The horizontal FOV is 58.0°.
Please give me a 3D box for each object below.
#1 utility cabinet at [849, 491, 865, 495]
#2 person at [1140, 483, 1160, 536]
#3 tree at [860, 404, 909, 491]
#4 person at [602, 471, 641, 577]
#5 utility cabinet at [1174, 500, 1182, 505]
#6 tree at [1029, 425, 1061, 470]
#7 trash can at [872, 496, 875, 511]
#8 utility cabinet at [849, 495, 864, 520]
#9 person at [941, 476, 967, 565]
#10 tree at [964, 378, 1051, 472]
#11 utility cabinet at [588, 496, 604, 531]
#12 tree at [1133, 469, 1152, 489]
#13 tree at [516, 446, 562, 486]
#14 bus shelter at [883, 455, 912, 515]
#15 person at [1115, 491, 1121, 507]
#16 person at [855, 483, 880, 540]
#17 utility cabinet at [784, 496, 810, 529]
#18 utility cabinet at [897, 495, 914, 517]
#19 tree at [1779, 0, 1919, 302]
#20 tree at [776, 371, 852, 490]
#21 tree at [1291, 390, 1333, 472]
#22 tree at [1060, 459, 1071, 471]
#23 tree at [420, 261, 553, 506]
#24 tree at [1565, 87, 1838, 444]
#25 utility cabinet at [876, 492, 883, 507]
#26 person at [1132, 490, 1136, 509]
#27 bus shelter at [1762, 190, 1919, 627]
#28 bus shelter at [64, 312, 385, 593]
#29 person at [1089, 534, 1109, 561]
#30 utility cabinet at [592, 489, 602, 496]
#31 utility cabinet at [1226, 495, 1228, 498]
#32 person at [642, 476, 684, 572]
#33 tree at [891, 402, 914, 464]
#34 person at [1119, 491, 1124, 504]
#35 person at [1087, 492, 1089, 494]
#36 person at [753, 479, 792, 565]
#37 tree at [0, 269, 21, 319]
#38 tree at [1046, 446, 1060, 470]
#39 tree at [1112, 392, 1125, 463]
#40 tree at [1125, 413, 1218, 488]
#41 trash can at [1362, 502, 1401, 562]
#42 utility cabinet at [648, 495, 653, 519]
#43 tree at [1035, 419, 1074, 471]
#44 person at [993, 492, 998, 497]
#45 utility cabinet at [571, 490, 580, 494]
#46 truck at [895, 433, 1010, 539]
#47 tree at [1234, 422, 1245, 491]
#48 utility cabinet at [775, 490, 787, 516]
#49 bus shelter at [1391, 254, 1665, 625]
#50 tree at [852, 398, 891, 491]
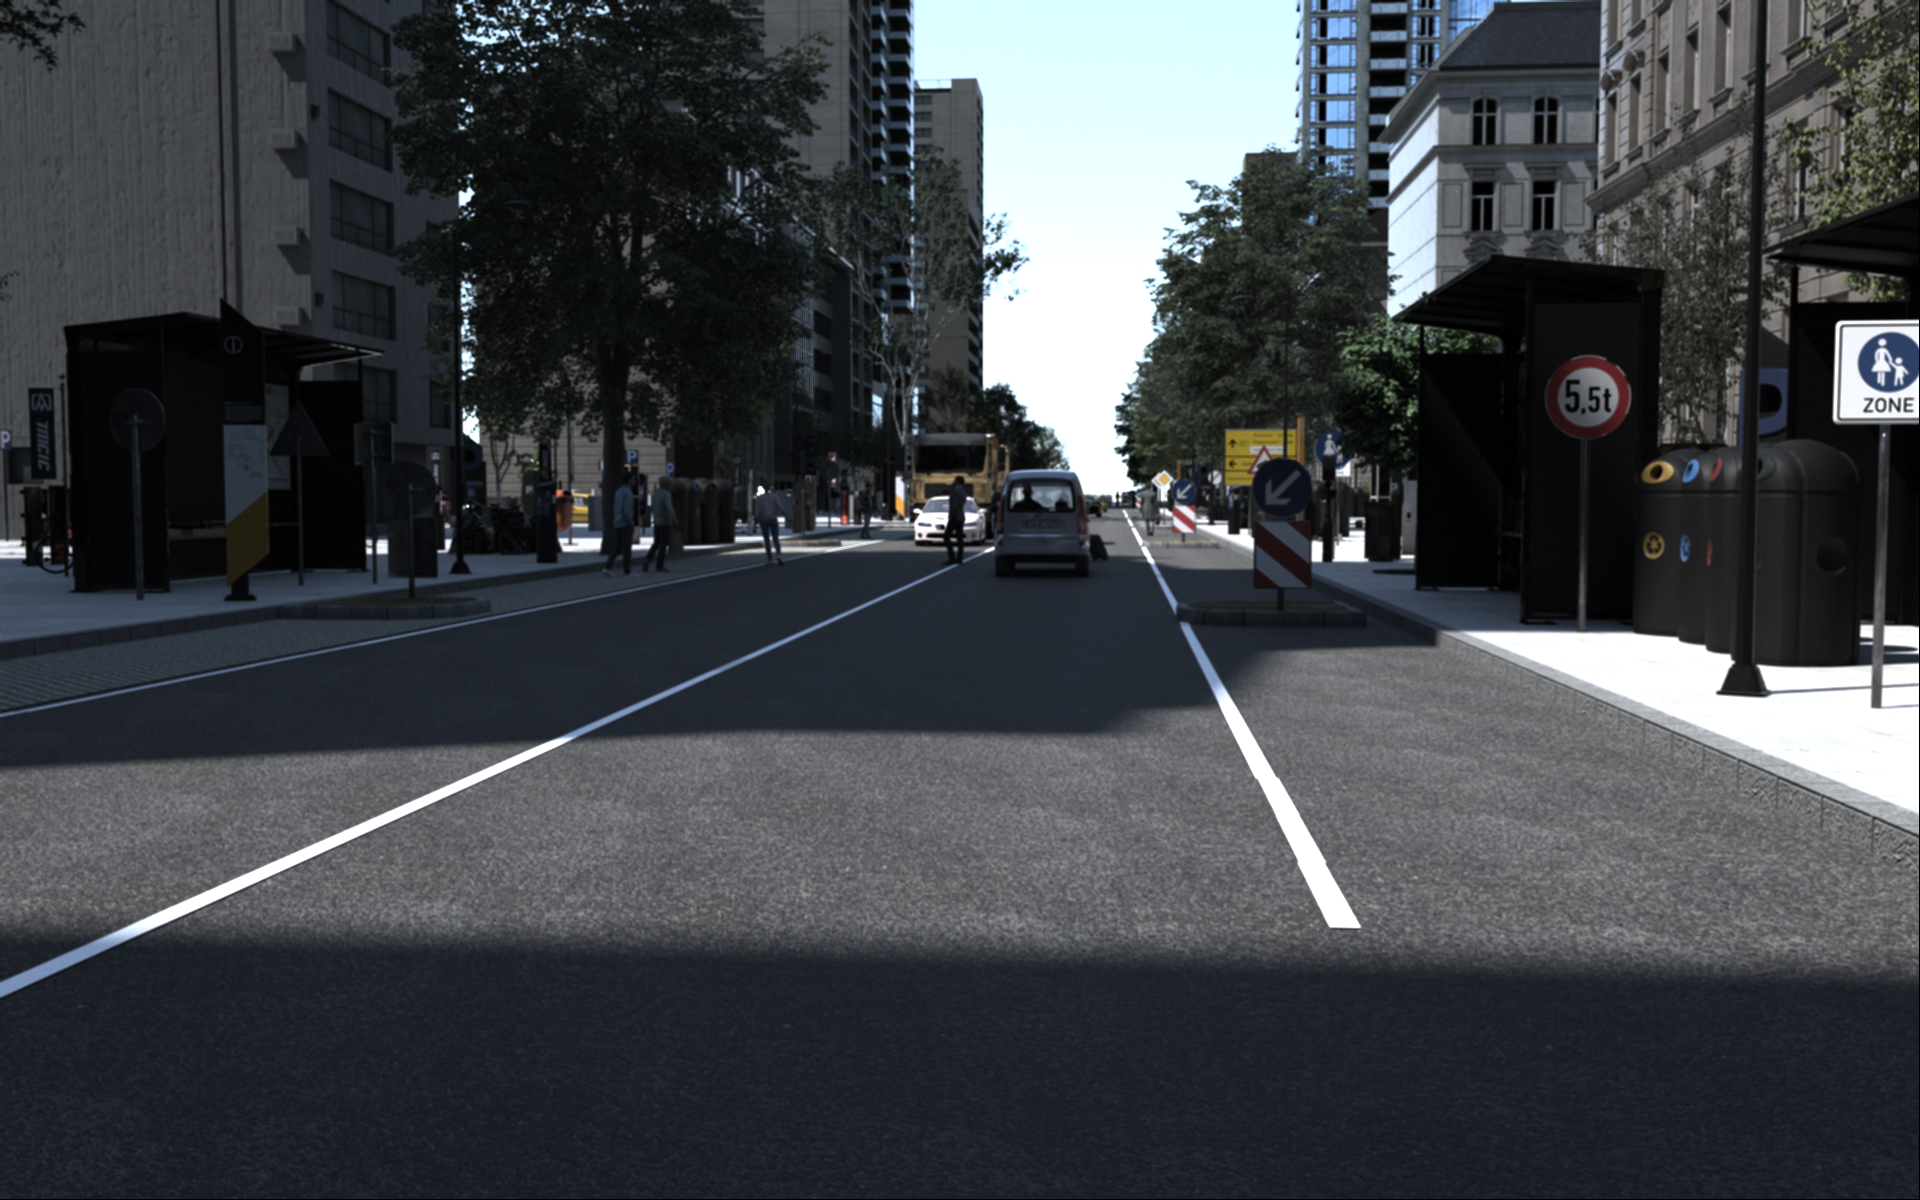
[{"bbox_3d":[-6.350,-6.066,107.861,1.173,1.500,0.318,-1,4,-11],"label":"utility cabinet"},{"bbox_3d":[6.540,-3.113,59.499,0.694,1.812,0.767,1,4,18],"label":"person"},{"bbox_3d":[-6.274,-11.688,141.469,4.737,8.622,4.395,0,3,0],"label":"tree"},{"bbox_3d":[-5.846,-1.304,29.834,0.620,1.820,0.660,-3,4,-38],"label":"person"},{"bbox_3d":[12.469,-5.351,98.648,0.306,1.237,1.020,1,4,21],"label":"utility cabinet"},{"bbox_3d":[10.908,-19.932,251.636,9.928,11.665,9.643,0,3,0],"label":"tree"},{"bbox_3d":[-6.658,-7.164,128.784,0.748,1.137,0.748,0,3,0],"label":"trash can"},{"bbox_3d":[-4.976,-4.541,85.402,1.020,1.237,0.306,0,4,5],"label":"utility cabinet"},{"bbox_3d":[-0.110,-1.630,35.334,0.473,1.802,0.592,3,5,41],"label":"person"},{"bbox_3d":[3.892,-15.561,171.434,9.611,12.733,9.660,0,3,0],"label":"tree"},{"bbox_3d":[-12.486,-3.007,60.332,0.306,1.237,1.020,2,4,35],"label":"utility cabinet"},{"bbox_3d":[27.841,-18.700,256.101,4.737,8.622,4.395,0,3,0],"label":"tree"},{"bbox_3d":[-17.183,-4.615,70.057,1.663,3.219,1.824,0,3,0],"label":"tree"},{"bbox_3d":[-3.535,-7.116,107.626,1.731,3.624,6.357,0,4,5],"label":"bus shelter"},{"bbox_3d":[17.923,-11.503,196.544,0.705,1.831,1.348,-1,4,-22],"label":"person"},{"bbox_3d":[-2.896,-2.767,54.095,0.721,1.781,0.623,1,4,8],"label":"person"},{"bbox_3d":[-6.003,-3.234,64.041,1.020,1.237,0.306,2,4,33],"label":"utility cabinet"},{"bbox_3d":[-3.009,-5.230,96.677,1.020,1.237,0.306,-1,4,-10],"label":"utility cabinet"},{"bbox_3d":[12.497,-4.402,22.334,4.737,8.622,4.395,0,3,0],"label":"tree"},{"bbox_3d":[-8.896,-9.418,104.340,4.360,8.622,3.978,0,3,0],"label":"tree"},{"bbox_3d":[22.739,-9.989,113.679,4.360,8.622,3.978,0,3,0],"label":"tree"},{"bbox_3d":[16.323,-23.071,311.628,8.767,10.594,7.601,1,4,22],"label":"tree"},{"bbox_3d":[-13.919,-6.209,51.873,4.737,8.622,4.395,0,3,0],"label":"tree"},{"bbox_3d":[13.410,-4.942,31.162,4.360,8.622,3.978,0,3,0],"label":"tree"},{"bbox_3d":[-7.008,-8.798,152.530,0.318,1.500,1.173,2,4,28],"label":"utility cabinet"},{"bbox_3d":[17.123,-9.884,170.234,0.705,1.807,1.348,-1,4,-12],"label":"person"},{"bbox_3d":[8.315,-1.383,13.890,1.731,3.624,6.357,0,4,5],"label":"bus shelter"},{"bbox_3d":[-10.555,-2.094,25.518,1.731,3.624,6.357,0,4,5],"label":"bus shelter"},{"bbox_3d":[2.535,-1.715,36.762,1.509,1.804,0.699,-2,4,-33],"label":"person"},{"bbox_3d":[-15.083,-3.985,73.830,1.173,1.500,0.318,-2,4,-31],"label":"utility cabinet"},{"bbox_3d":[17.877,-6.391,115.647,1.020,1.237,0.306,3,5,39],"label":"utility cabinet"},{"bbox_3d":[-5.394,-1.376,31.490,0.782,1.767,0.515,3,5,43],"label":"person"},{"bbox_3d":[-5.223,-11.065,131.280,4.360,8.622,3.978,0,3,0],"label":"tree"},{"bbox_3d":[23.039,-14.503,245.621,0.705,1.824,1.348,3,5,43],"label":"person"},{"bbox_3d":[17.188,-13.554,230.628,0.721,1.766,1.217,-1,4,-20],"label":"person"},{"bbox_3d":[-3.748,-1.581,35.015,0.731,1.740,0.598,-2,4,-28],"label":"person"},{"bbox_3d":[-22.098,-5.221,35.729,4.360,8.622,3.978,0,3,0],"label":"tree"},{"bbox_3d":[5.807,-15.785,192.495,7.601,10.594,8.767,-1,4,-16],"label":"tree"},{"bbox_3d":[21.022,-17.088,186.043,9.857,13.997,8.962,0,3,0],"label":"tree"},{"bbox_3d":[19.791,-14.060,164.288,8.767,10.594,7.601,3,5,39],"label":"tree"},{"bbox_3d":[8.000,-1.300,32.910,0.748,1.137,0.748,0,3,0],"label":"trash can"},{"bbox_3d":[-16.284,-4.874,90.850,1.020,1.237,0.306,3,5,39],"label":"utility cabinet"},{"bbox_3d":[13.730,-22.745,282.249,12.009,13.543,11.850,0,3,0],"label":"tree"},{"bbox_3d":[1.465,-3.419,64.611,0.699,1.804,1.509,-2,4,-32],"label":"person"},{"bbox_3d":[-19.405,-4.794,87.058,0.318,1.500,1.173,-2,4,-30],"label":"utility cabinet"},{"bbox_3d":[0.053,-3.774,57.626,3.469,3.379,9.791,0,4,6],"label":"truck"},{"bbox_3d":[23.776,-12.112,148.392,4.737,8.622,4.395,0,3,0],"label":"tree"},{"bbox_3d":[-10.291,-5.703,101.921,1.173,1.500,0.318,0,4,-7],"label":"utility cabinet"},{"bbox_3d":[6.322,-1.757,20.005,1.731,3.624,6.357,0,4,5],"label":"bus shelter"},{"bbox_3d":[-7.558,-10.700,125.303,4.360,8.622,3.978,0,3,0],"label":"tree"}]
